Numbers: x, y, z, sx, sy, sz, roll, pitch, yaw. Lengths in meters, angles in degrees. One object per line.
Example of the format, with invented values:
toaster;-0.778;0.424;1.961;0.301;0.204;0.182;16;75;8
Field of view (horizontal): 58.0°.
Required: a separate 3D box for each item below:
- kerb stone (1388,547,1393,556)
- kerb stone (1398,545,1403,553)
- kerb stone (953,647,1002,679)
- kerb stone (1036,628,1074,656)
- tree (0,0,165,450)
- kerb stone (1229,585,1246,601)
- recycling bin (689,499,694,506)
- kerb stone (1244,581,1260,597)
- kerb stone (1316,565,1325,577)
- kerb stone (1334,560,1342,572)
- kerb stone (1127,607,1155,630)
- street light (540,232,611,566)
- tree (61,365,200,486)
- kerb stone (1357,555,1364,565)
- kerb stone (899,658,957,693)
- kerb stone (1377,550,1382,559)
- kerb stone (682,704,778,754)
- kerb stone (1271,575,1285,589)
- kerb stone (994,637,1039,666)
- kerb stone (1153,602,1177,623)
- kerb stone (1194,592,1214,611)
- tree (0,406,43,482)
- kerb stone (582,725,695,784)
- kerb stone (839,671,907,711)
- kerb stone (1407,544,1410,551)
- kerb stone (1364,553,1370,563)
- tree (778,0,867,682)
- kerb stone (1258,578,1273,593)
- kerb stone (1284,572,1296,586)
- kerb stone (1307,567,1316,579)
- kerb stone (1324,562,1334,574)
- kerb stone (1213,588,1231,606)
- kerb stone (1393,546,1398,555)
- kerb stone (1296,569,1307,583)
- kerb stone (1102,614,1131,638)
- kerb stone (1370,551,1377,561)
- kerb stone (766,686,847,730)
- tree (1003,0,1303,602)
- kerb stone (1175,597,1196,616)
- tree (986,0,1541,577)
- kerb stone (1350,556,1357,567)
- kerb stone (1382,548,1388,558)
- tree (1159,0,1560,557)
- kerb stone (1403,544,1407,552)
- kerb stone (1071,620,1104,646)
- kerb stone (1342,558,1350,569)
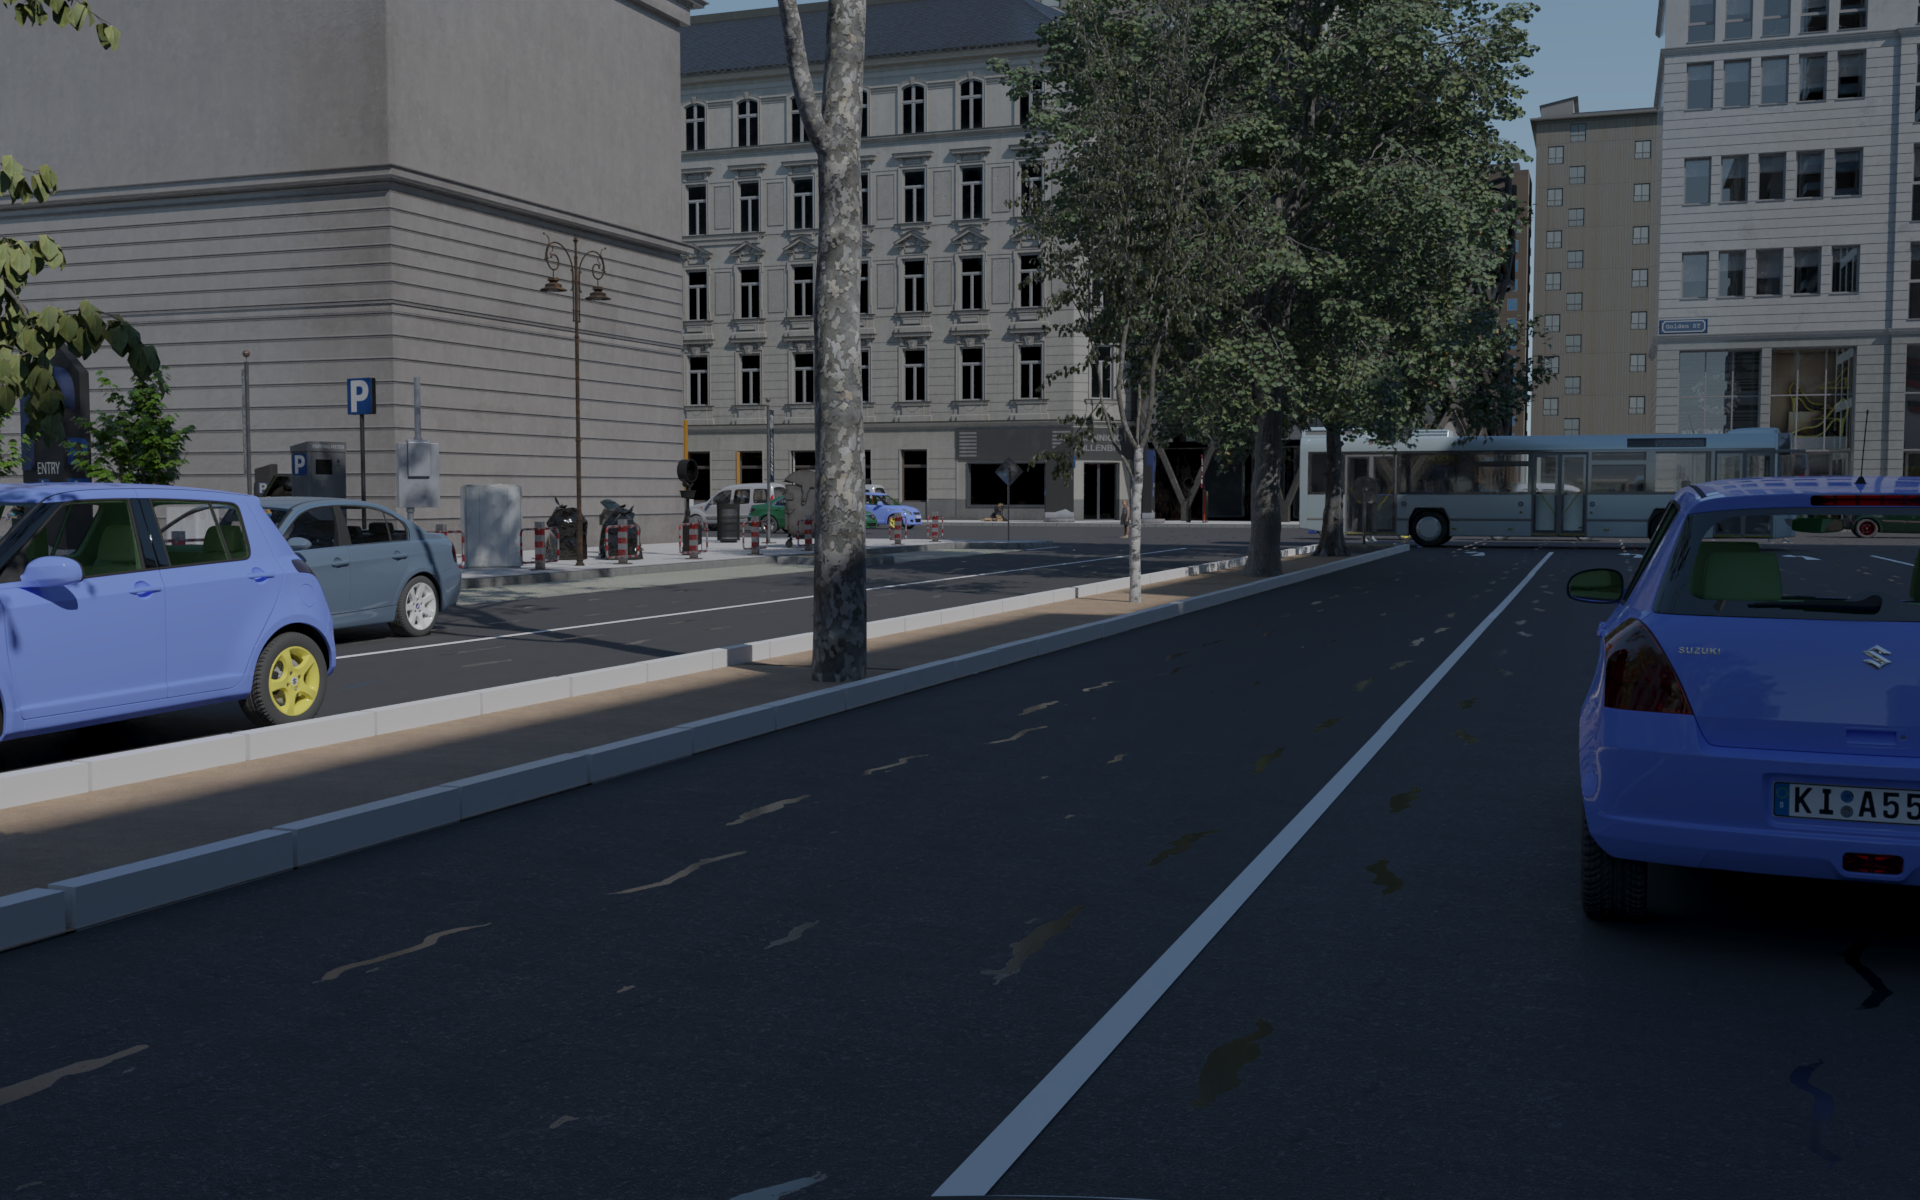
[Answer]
kerb stone;9.800;-1.082;39.887;0.120;0.150;1.000;1;4;20
kerb stone;10.514;-1.200;41.814;0.120;0.150;1.000;1;4;20
kerb stone;0.092;0.514;13.867;0.120;0.150;1.000;1;4;20
kerb stone;0.815;0.392;15.788;0.120;0.150;1.000;1;4;20
tree;-3.990;-3.237;5.738;4.737;8.622;4.395;0;3;0
kerb stone;3.684;-0.077;23.499;0.120;0.150;1.000;1;4;20
recycling bin;-21.131;-7.522;135.534;0.722;1.027;0.722;0;4;5
kerb stone;4.041;-0.134;24.462;0.120;0.150;1.000;1;4;20
kerb stone;6.199;-0.486;30.238;0.120;0.150;1.000;1;4;20
kerb stone;6.918;-0.610;32.171;0.120;0.150;1.000;1;4;20
kerb stone;1.891;0.215;18.685;0.120;0.150;1.000;1;4;20
street light;-6.799;-3.548;30.802;0.468;5.910;1.993;1;4;20
tree;-10.855;-1.741;23.062;1.663;3.219;1.824;0;3;0
kerb stone;7.996;-0.787;35.066;0.120;0.150;1.000;1;4;20
kerb stone;-0.273;0.570;12.894;0.120;0.150;1.000;1;4;20
kerb stone;9.081;-0.964;37.964;0.120;0.150;1.000;1;4;20
kerb stone;-1.347;0.746;10.005;0.120;0.150;1.000;1;4;20
kerb stone;4.758;-0.256;26.385;0.120;0.150;1.000;1;4;20
kerb stone;0.448;0.451;14.830;0.120;0.150;1.000;1;4;20
kerb stone;2.253;0.156;19.645;0.120;0.150;1.000;1;4;20
kerb stone;2.967;0.038;21.576;0.120;0.150;1.000;1;4;20
tree;-11.769;-1.548;19.911;1.663;3.219;1.824;0;3;0
kerb stone;-1.698;0.807;9.041;0.120;0.150;1.000;1;4;20
kerb stone;-0.629;0.628;11.931;0.120;0.150;1.000;1;4;20
kerb stone;11.242;-1.318;43.742;0.120;0.150;1.000;1;4;20
kerb stone;8.359;-0.846;36.035;0.120;0.150;1.000;1;4;20
tree;-1.766;-9.514;13.904;12.611;20.169;13.585;0;3;0
kerb stone;4.400;-0.197;25.423;0.120;0.150;1.000;1;4;20
kerb stone;5.122;-0.313;27.346;0.120;0.150;1.000;1;4;20
kerb stone;5.842;-0.433;29.271;0.120;0.150;1.000;1;4;20
kerb stone;6.561;-0.549;31.198;0.120;0.150;1.000;1;4;20
kerb stone;3.326;-0.021;22.537;0.120;0.150;1.000;1;4;20
kerb stone;10.152;-1.141;40.853;0.120;0.150;1.000;1;4;20
kerb stone;5.485;-0.374;28.306;0.120;0.150;1.000;1;4;20
kerb stone;1.538;0.277;17.714;0.120;0.150;1.000;1;4;20
kerb stone;8.721;-0.906;37.003;0.120;0.150;1.000;1;4;20
kerb stone;-0.989;0.687;10.967;0.120;0.150;1.000;1;4;20
tree;2.372;-4.279;22.777;4.360;8.622;3.978;0;3;0
kerb stone;2.608;0.097;20.614;0.120;0.150;1.000;1;4;20
tree;5.279;-7.376;29.706;9.857;13.997;8.962;0;3;0
kerb stone;7.639;-0.728;34.104;0.120;0.150;1.000;1;4;20
kerb stone;9.435;-1.023;38.927;0.120;0.150;1.000;1;4;20
tree;8.613;-7.347;39.597;9.611;12.733;9.660;0;3;0
kerb stone;10.875;-1.259;42.780;0.120;0.150;1.000;1;4;20
kerb stone;1.173;0.333;16.750;0.120;0.150;1.000;1;4;20
kerb stone;7.278;-0.669;33.132;0.120;0.150;1.000;1;4;20
